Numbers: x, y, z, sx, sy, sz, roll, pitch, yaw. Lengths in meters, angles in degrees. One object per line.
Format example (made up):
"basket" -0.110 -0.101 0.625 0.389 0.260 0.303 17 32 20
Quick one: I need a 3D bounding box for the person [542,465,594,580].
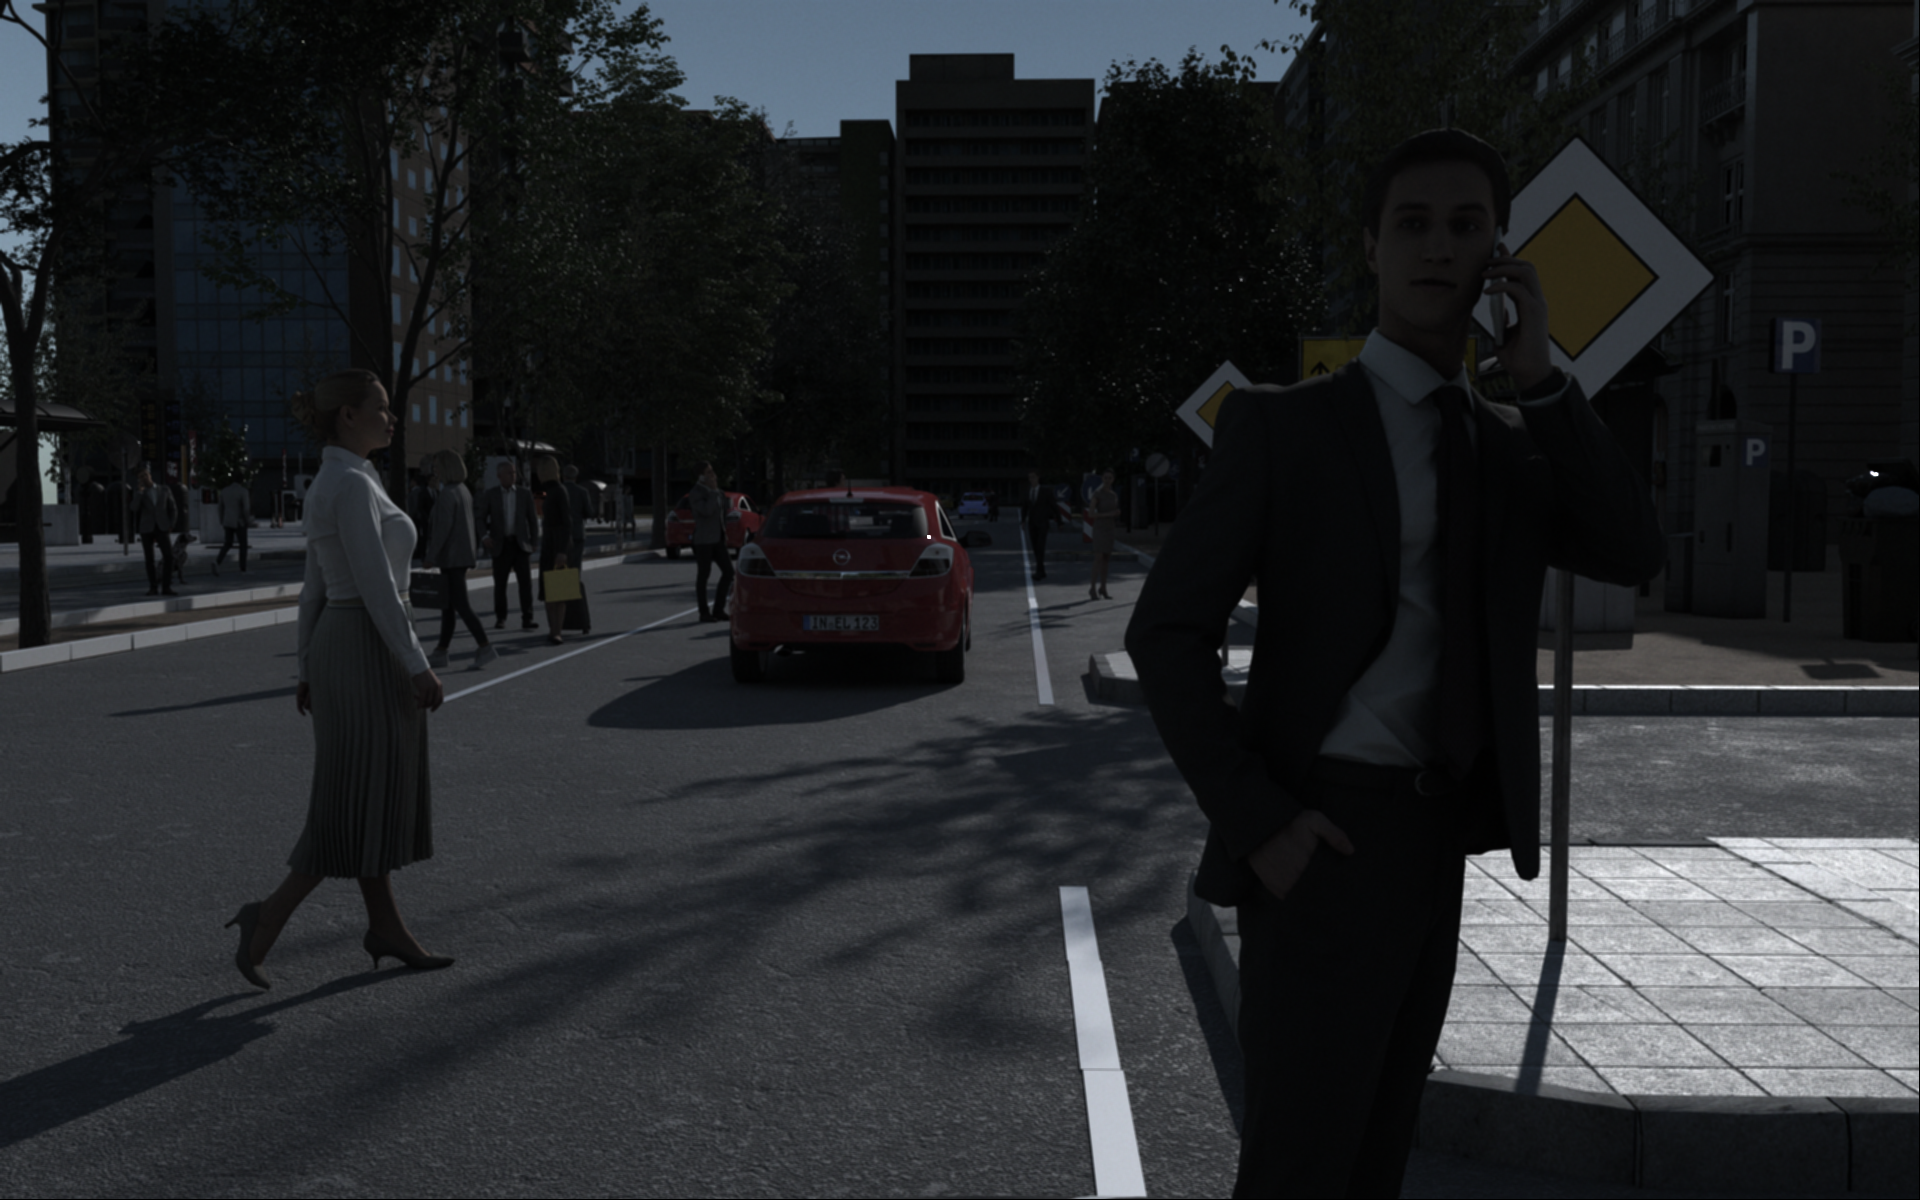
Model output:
"person" -5.048 -0.836 22.345 0.661 1.801 0.590 -1 4 -10

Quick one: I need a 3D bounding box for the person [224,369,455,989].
"person" -1.825 0.224 5.071 0.641 1.798 0.478 -1 4 -18

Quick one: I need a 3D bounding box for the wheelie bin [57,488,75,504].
"wheelie bin" -31.264 -3.231 60.734 0.693 1.594 0.980 -2 4 -28

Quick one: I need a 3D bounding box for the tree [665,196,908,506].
"tree" -6.910 -8.942 65.671 9.611 12.733 9.660 0 3 0

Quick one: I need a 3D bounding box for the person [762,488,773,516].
"person" -9.072 -4.570 82.992 0.755 1.850 0.659 -1 4 -20

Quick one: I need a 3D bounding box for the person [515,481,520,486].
"person" -13.730 -2.762 53.429 0.659 1.850 0.755 0 4 3

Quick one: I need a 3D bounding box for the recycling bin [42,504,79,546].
"recycling bin" -22.321 -1.851 42.816 0.722 1.027 0.722 2 4 30

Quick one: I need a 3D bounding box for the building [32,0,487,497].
"building" -56.897 -29.766 141.304 28.867 44.769 22.147 0 4 2

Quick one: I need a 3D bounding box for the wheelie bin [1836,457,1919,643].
"wheelie bin" 8.105 -0.441 15.126 0.693 1.594 0.980 0 4 -2

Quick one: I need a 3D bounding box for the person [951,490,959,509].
"person" -0.484 -9.459 163.295 0.705 1.807 1.348 -3 4 -37

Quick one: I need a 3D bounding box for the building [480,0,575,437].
"building" -38.896 -28.330 117.815 22.147 44.769 28.867 0 4 2

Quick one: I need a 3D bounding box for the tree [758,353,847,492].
"tree" -6.974 -7.370 73.311 4.360 8.622 3.978 0 3 0

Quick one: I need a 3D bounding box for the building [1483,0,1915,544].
"building" 26.247 -13.033 54.894 13.314 21.916 24.055 0 4 2

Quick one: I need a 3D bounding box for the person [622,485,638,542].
"person" -9.930 -2.582 51.715 0.522 1.701 0.512 1 4 17

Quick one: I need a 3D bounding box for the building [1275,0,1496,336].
"building" 38.717 -27.181 136.295 32.217 40.220 23.993 0 4 2

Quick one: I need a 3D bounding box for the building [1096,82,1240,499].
"building" 22.388 -33.114 191.527 14.200 45.320 14.600 0 4 2

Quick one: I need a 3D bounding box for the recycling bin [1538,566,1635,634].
"recycling bin" 5.838 -0.229 16.303 0.722 1.027 0.722 -1 4 -17

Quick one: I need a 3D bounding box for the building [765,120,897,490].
"building" -14.189 -31.137 192.689 14.086 41.232 14.154 0 4 2

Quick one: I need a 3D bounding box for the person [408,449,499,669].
"person" -4.167 -0.337 14.197 0.728 1.800 0.709 0 4 6

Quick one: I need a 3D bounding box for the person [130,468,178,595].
"person" -11.409 -0.971 24.555 0.592 1.802 0.473 -1 4 -11

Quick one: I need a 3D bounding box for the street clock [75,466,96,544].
"street clock" -22.538 -2.453 44.671 0.471 2.002 0.358 1 4 15

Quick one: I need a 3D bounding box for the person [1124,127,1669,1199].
"person" 0.579 0.342 2.264 0.648 1.900 0.474 -3 4 -36

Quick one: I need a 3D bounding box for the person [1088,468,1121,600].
"person" 1.978 -0.903 23.612 0.599 1.781 0.374 -3 5 -40

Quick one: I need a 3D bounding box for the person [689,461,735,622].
"person" -2.773 -0.657 19.426 0.473 1.802 0.592 3 4 37

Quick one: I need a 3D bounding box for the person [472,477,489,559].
"person" -10.679 -1.805 38.200 0.526 1.800 0.537 -1 4 -8

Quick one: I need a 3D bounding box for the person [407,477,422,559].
"person" -12.067 -1.807 38.231 0.473 1.802 0.592 1 4 9

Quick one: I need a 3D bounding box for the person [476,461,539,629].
"person" -4.743 -0.576 18.315 0.661 1.777 0.834 -2 4 -32

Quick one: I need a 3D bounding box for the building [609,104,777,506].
"building" -35.678 -33.216 197.700 28.867 44.769 22.147 0 4 2

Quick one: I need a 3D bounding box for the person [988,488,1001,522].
"person" 1.784 -4.903 89.460 0.445 1.727 0.742 2 4 30

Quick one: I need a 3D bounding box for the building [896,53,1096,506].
"building" 4.064 -34.932 194.846 21.600 48.544 21.300 0 4 2

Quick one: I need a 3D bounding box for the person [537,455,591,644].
"person" -3.891 -0.506 16.995 0.699 1.804 1.509 0 4 4

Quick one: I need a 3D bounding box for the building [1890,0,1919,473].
"building" 32.858 -14.349 31.872 25.104 27.353 12.463 0 4 2

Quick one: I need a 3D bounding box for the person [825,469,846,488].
"person" -1.503 -0.650 19.962 0.643 1.720 0.563 -3 5 -42

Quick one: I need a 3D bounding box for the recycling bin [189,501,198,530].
"recycling bin" -27.485 -3.034 62.156 0.722 1.027 0.722 0 4 -7

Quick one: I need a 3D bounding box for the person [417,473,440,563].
"person" -10.719 -1.652 35.288 0.755 1.850 0.659 3 4 37

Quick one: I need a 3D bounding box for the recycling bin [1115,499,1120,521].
"recycling bin" 7.375 -4.341 83.532 0.722 1.027 0.722 -2 4 -27

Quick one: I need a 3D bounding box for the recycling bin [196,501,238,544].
"recycling bin" -19.276 -1.989 45.070 0.722 1.027 0.722 3 4 38

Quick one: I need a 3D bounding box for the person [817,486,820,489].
"person" -6.775 -4.527 82.505 0.713 1.824 0.794 2 4 31

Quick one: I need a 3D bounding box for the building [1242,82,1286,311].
"building" 36.598 -33.119 191.605 14.200 45.320 14.600 0 4 2

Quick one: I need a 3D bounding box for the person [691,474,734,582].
"person" -3.978 -1.169 28.014 0.661 1.777 0.834 -3 5 -44

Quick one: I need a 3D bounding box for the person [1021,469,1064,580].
"person" 1.282 -1.256 28.810 0.659 1.850 0.755 2 4 30

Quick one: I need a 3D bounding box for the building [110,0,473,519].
"building" -36.302 -27.262 95.840 14.600 45.320 14.200 0 4 2

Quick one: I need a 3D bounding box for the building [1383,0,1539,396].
"building" 26.063 -15.178 77.038 11.050 23.489 19.941 0 4 2

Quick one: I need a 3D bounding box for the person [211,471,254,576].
"person" -12.712 -1.342 30.285 0.661 1.843 0.795 1 4 18

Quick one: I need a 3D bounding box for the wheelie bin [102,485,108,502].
"wheelie bin" -30.946 -3.359 62.833 0.980 1.594 0.693 0 4 7

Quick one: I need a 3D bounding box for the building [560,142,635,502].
"building" -35.014 -22.815 144.718 14.107 30.474 14.160 0 4 2
